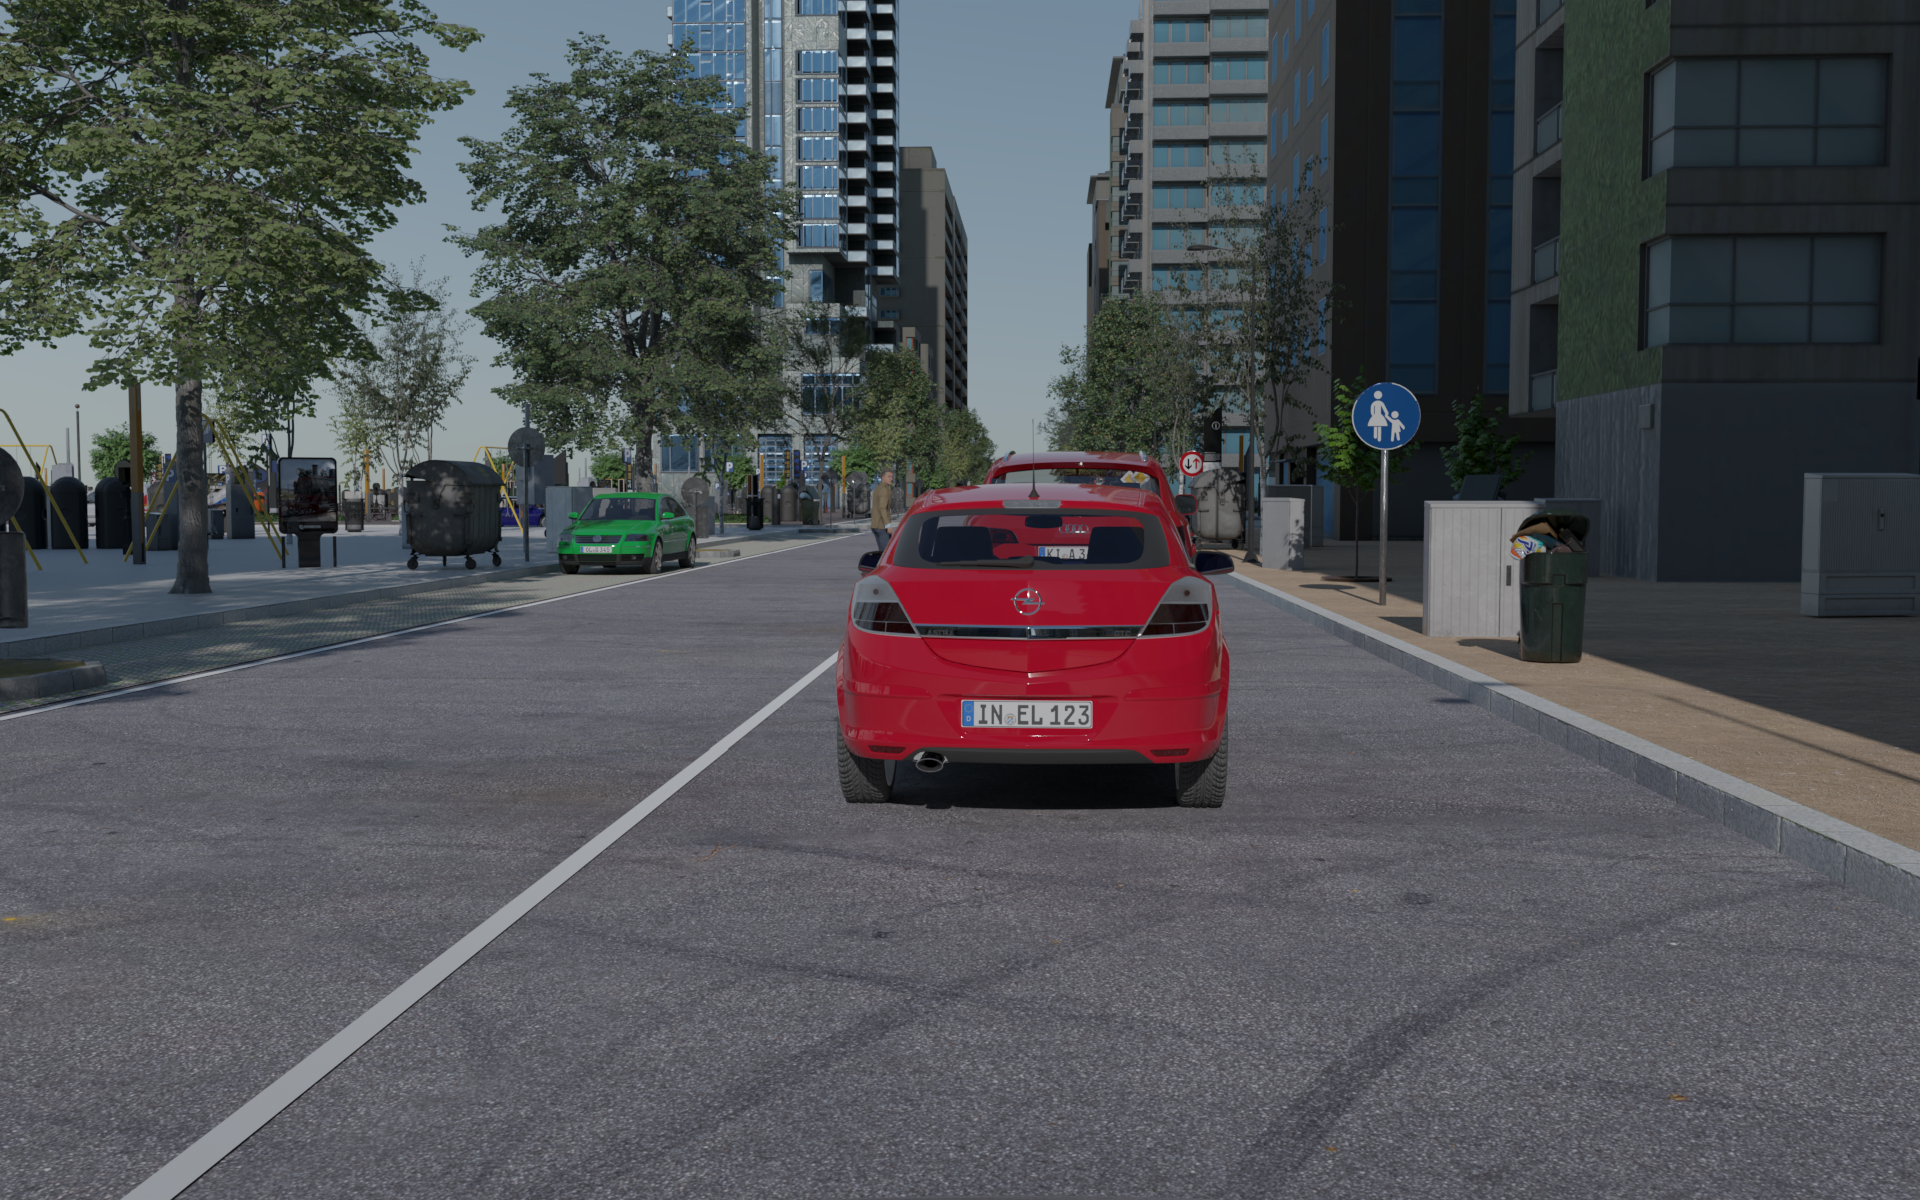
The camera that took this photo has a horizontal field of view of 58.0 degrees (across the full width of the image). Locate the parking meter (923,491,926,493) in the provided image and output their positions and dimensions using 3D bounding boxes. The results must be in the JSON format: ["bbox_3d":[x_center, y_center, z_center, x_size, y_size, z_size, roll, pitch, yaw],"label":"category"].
[{"bbox_3d":[-3.011,-8.542,148.066,0.372,1.533,0.369,0,3,0],"label":"parking meter"}]

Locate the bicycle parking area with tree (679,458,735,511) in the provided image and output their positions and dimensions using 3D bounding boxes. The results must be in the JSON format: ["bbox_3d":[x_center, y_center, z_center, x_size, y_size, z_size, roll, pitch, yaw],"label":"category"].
[{"bbox_3d":[-19.065,-9.028,134.611,9.016,4.147,8.231,-1,4,-21],"label":"bicycle parking area with tree"}]

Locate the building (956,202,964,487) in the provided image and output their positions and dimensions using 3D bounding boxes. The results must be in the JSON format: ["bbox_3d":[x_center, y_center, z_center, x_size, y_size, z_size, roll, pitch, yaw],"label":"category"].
[{"bbox_3d":[-10.935,-39.313,266.471,21.300,48.544,21.600,0,4,3],"label":"building"}]

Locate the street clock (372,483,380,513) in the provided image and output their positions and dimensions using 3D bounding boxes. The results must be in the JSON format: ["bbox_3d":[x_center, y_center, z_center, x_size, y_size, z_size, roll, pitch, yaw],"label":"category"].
[{"bbox_3d":[-37.381,-6.508,110.970,0.358,2.002,0.471,2,4,25],"label":"street clock"}]

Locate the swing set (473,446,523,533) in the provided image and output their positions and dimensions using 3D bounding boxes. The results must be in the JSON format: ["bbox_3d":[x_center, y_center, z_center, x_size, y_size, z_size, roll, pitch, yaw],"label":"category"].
[{"bbox_3d":[-15.240,-3.689,57.937,2.862,2.851,3.119,1,4,11],"label":"swing set"}]

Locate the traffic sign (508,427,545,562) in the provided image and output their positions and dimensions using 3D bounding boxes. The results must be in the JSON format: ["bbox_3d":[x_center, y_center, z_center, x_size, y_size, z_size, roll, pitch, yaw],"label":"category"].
[{"bbox_3d":[-8.232,-2.003,32.862,0.768,2.556,0.104,1,4,12],"label":"traffic sign"}]

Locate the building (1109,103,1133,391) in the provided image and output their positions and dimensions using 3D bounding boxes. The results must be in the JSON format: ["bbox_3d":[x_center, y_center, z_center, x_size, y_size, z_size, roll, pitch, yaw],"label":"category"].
[{"bbox_3d":[22.827,-30.631,184.407,14.154,41.232,14.086,0,4,3],"label":"building"}]

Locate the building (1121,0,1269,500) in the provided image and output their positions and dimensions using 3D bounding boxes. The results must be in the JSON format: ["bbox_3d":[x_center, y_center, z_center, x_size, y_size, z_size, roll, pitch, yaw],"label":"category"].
[{"bbox_3d":[26.509,-33.119,161.096,23.786,49.044,30.456,0,4,3],"label":"building"}]

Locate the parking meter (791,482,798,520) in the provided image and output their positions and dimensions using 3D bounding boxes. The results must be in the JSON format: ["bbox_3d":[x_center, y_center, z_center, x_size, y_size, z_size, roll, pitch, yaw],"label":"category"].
[{"bbox_3d":[-8.162,-4.874,85.397,0.255,1.863,0.399,-2,4,-25],"label":"parking meter"}]

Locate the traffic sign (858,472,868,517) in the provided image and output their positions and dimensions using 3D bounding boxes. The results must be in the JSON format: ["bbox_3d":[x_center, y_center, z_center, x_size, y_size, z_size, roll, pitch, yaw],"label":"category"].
[{"bbox_3d":[-5.589,-6.021,98.554,0.768,2.556,0.104,1,4,10],"label":"traffic sign"}]

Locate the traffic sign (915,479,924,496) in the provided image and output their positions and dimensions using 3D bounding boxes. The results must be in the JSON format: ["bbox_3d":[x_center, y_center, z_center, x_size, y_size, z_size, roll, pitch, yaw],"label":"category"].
[{"bbox_3d":[-3.357,-8.796,143.918,0.768,2.556,0.104,0,4,5],"label":"traffic sign"}]

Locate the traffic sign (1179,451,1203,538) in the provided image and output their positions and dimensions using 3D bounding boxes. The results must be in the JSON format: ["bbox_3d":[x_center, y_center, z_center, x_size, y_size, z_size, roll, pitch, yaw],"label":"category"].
[{"bbox_3d":[6.829,-3.111,50.965,0.768,2.556,0.104,0,4,8],"label":"traffic sign"}]

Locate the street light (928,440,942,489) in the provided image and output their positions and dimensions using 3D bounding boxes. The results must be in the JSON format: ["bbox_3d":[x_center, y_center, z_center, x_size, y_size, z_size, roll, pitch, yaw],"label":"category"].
[{"bbox_3d":[-2.155,-10.791,148.969,1.470,5.913,1.316,0,4,3],"label":"street light"}]

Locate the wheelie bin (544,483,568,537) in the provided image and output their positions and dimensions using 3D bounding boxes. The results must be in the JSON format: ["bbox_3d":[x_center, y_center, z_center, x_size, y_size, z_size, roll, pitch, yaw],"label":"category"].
[{"bbox_3d":[-11.992,-2.667,51.513,0.980,1.594,0.693,1,4,10],"label":"wheelie bin"}]

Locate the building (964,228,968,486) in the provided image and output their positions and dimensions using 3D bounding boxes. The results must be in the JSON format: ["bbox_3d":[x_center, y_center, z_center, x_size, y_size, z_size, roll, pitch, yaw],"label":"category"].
[{"bbox_3d":[-9.829,-40.674,288.726,21.300,48.544,21.600,0,4,3],"label":"building"}]

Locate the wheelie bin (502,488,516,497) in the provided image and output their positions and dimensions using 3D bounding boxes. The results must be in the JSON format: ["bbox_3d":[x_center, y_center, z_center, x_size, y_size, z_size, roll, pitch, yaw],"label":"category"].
[{"bbox_3d":[-22.832,-4.921,88.359,0.980,1.594,0.693,-1,4,-12],"label":"wheelie bin"}]

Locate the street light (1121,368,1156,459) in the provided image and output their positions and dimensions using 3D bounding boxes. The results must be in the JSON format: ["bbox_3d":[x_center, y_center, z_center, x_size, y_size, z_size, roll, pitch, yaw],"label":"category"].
[{"bbox_3d":[6.655,-5.594,64.010,1.470,5.913,1.316,0,4,3],"label":"street light"}]

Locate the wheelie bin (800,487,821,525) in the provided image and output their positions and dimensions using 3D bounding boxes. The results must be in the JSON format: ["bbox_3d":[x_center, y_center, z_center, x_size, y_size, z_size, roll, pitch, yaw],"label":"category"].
[{"bbox_3d":[-6.301,-3.955,72.568,0.693,1.594,0.980,2,4,25],"label":"wheelie bin"}]

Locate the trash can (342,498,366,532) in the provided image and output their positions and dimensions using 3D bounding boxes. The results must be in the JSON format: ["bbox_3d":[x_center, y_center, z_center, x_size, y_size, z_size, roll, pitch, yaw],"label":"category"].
[{"bbox_3d":[-20.338,-2.844,58.152,0.748,1.137,0.748,0,3,0],"label":"trash can"}]

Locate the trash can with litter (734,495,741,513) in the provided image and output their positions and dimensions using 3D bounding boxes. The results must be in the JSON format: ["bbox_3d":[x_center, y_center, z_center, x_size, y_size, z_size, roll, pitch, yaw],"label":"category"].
[{"bbox_3d":[-13.821,-6.138,111.406,2.233,1.210,1.678,-3,5,-44],"label":"trash can with litter"}]

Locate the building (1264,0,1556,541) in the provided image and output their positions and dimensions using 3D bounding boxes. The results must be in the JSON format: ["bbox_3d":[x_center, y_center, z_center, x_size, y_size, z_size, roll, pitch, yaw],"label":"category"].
[{"bbox_3d":[17.269,-24.607,52.443,14.600,45.320,14.200,0,4,3],"label":"building"}]

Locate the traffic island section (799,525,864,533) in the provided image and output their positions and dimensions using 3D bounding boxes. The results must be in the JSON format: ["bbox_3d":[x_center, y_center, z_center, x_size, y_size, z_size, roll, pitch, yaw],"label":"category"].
[{"bbox_3d":[-4.842,-2.595,64.701,2.009,0.180,2.903,0,4,3],"label":"traffic island section"}]

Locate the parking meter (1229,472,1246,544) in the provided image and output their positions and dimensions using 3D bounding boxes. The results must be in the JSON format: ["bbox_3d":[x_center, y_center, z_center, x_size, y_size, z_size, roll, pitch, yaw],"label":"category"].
[{"bbox_3d":[7.179,-2.391,44.807,0.399,1.863,0.255,-2,4,-30],"label":"parking meter"}]

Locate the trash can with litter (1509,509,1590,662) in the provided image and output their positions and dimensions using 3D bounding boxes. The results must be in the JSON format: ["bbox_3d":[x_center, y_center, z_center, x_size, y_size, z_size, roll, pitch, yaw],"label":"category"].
[{"bbox_3d":[4.522,-0.128,13.488,0.624,1.170,1.055,1,4,9],"label":"trash can with litter"}]

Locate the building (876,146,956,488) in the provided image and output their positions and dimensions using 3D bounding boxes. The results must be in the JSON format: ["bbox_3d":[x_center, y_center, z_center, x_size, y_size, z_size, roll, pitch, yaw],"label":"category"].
[{"bbox_3d":[-12.166,-37.997,244.946,21.300,48.544,21.600,0,4,3],"label":"building"}]

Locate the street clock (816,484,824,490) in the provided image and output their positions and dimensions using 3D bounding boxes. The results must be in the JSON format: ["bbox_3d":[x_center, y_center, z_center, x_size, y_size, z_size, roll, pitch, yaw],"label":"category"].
[{"bbox_3d":[-9.465,-6.889,117.202,0.471,2.002,0.358,-2,4,-23],"label":"street clock"}]

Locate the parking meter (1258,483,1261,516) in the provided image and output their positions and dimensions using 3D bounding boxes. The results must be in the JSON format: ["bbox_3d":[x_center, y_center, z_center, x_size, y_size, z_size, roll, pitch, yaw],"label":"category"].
[{"bbox_3d":[15.649,-5.140,89.745,0.399,1.863,0.255,1,4,16],"label":"parking meter"}]

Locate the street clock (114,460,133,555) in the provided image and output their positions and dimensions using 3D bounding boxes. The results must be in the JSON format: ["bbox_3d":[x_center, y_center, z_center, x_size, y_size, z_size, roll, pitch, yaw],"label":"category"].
[{"bbox_3d":[-17.592,-1.961,36.628,0.471,2.002,0.358,1,4,14],"label":"street clock"}]

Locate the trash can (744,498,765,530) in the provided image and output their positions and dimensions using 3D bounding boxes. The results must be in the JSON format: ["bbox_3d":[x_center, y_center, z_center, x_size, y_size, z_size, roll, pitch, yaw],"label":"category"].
[{"bbox_3d":[-7.254,-3.035,61.268,0.748,1.137,0.748,0,3,0],"label":"trash can"}]

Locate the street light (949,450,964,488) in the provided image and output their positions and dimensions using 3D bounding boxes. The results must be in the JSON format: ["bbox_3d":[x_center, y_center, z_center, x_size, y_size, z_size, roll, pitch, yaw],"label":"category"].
[{"bbox_3d":[-0.601,-12.730,180.677,1.470,5.913,1.316,0,4,3],"label":"street light"}]

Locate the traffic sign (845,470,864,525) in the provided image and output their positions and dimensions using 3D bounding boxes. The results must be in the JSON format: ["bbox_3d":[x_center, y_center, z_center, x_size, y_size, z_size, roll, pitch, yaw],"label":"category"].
[{"bbox_3d":[-4.429,-4.218,72.614,0.795,2.450,0.064,0,4,3],"label":"traffic sign"}]

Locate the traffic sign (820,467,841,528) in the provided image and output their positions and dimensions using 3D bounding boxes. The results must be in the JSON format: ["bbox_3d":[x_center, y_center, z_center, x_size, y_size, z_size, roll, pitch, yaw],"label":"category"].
[{"bbox_3d":[-4.818,-3.731,64.638,0.795,2.450,0.064,0,4,3],"label":"traffic sign"}]

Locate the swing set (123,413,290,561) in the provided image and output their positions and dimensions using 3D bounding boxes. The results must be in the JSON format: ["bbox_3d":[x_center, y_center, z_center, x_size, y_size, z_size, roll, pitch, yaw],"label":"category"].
[{"bbox_3d":[-15.081,-2.273,34.788,2.862,2.851,3.119,-1,4,-19],"label":"swing set"}]

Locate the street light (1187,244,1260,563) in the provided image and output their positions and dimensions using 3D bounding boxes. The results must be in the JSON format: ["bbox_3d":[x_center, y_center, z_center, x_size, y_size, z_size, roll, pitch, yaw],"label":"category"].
[{"bbox_3d":[4.909,-3.656,32.311,1.470,5.913,1.316,0,4,3],"label":"street light"}]

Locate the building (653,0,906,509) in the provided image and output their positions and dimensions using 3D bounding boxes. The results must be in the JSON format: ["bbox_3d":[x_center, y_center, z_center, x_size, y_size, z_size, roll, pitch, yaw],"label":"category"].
[{"bbox_3d":[-15.881,-51.981,162.565,22.319,86.520,31.000,0,4,3],"label":"building"}]

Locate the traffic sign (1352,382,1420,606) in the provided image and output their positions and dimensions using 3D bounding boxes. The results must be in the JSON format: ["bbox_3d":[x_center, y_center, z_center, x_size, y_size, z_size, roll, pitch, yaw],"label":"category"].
[{"bbox_3d":[4.866,-1.208,19.858,0.768,2.556,0.104,0,4,6],"label":"traffic sign"}]

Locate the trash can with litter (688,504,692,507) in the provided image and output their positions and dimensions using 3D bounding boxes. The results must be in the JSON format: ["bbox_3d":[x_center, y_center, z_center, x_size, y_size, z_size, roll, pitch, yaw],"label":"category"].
[{"bbox_3d":[-17.671,-6.178,112.062,1.678,1.210,2.233,0,4,4],"label":"trash can with litter"}]

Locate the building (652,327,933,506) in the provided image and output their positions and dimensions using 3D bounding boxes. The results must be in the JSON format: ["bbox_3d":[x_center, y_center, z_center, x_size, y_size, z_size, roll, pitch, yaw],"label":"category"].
[{"bbox_3d":[-17.766,-21.380,194.600,27.650,21.520,28.899,0,4,3],"label":"building"}]

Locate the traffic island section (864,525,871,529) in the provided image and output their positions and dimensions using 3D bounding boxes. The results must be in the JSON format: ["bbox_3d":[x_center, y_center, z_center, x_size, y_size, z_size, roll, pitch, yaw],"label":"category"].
[{"bbox_3d":[-4.453,-3.082,72.677,2.009,0.180,2.903,0,4,3],"label":"traffic island section"}]

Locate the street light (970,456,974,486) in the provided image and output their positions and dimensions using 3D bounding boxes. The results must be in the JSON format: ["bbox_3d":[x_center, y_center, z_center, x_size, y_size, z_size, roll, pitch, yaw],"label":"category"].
[{"bbox_3d":[0.989,-14.669,212.383,1.470,5.913,1.316,0,4,3],"label":"street light"}]

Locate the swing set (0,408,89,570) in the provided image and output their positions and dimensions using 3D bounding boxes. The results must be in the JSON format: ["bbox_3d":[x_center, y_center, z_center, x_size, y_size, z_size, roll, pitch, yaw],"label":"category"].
[{"bbox_3d":[-17.200,-1.999,30.312,2.862,2.851,3.119,-1,4,-13],"label":"swing set"}]

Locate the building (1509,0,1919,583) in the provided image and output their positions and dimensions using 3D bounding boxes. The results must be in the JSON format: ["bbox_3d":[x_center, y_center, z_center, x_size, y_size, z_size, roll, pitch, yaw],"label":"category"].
[{"bbox_3d":[17.479,-21.213,30.430,14.154,41.232,14.086,0,4,3],"label":"building"}]

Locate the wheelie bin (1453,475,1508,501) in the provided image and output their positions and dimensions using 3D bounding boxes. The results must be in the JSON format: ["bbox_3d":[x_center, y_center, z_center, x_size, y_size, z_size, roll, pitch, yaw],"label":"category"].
[{"bbox_3d":[8.555,-1.255,28.433,0.980,1.594,0.693,3,5,40],"label":"wheelie bin"}]

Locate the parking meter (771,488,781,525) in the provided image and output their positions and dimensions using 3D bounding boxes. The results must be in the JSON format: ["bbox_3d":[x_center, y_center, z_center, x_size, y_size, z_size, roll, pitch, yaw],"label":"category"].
[{"bbox_3d":[-7.639,-3.885,71.928,0.372,1.533,0.369,0,3,0],"label":"parking meter"}]

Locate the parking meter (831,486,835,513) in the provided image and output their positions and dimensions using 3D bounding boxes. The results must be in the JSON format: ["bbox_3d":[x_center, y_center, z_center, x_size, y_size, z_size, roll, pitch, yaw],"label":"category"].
[{"bbox_3d":[-8.772,-6.960,119.500,0.255,1.863,0.399,-1,4,-16],"label":"parking meter"}]

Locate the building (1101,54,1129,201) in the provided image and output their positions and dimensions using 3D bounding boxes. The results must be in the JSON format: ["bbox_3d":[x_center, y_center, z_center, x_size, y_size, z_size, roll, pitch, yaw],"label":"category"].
[{"bbox_3d":[31.898,-37.646,204.753,28.713,52.752,27.495,0,4,3],"label":"building"}]
